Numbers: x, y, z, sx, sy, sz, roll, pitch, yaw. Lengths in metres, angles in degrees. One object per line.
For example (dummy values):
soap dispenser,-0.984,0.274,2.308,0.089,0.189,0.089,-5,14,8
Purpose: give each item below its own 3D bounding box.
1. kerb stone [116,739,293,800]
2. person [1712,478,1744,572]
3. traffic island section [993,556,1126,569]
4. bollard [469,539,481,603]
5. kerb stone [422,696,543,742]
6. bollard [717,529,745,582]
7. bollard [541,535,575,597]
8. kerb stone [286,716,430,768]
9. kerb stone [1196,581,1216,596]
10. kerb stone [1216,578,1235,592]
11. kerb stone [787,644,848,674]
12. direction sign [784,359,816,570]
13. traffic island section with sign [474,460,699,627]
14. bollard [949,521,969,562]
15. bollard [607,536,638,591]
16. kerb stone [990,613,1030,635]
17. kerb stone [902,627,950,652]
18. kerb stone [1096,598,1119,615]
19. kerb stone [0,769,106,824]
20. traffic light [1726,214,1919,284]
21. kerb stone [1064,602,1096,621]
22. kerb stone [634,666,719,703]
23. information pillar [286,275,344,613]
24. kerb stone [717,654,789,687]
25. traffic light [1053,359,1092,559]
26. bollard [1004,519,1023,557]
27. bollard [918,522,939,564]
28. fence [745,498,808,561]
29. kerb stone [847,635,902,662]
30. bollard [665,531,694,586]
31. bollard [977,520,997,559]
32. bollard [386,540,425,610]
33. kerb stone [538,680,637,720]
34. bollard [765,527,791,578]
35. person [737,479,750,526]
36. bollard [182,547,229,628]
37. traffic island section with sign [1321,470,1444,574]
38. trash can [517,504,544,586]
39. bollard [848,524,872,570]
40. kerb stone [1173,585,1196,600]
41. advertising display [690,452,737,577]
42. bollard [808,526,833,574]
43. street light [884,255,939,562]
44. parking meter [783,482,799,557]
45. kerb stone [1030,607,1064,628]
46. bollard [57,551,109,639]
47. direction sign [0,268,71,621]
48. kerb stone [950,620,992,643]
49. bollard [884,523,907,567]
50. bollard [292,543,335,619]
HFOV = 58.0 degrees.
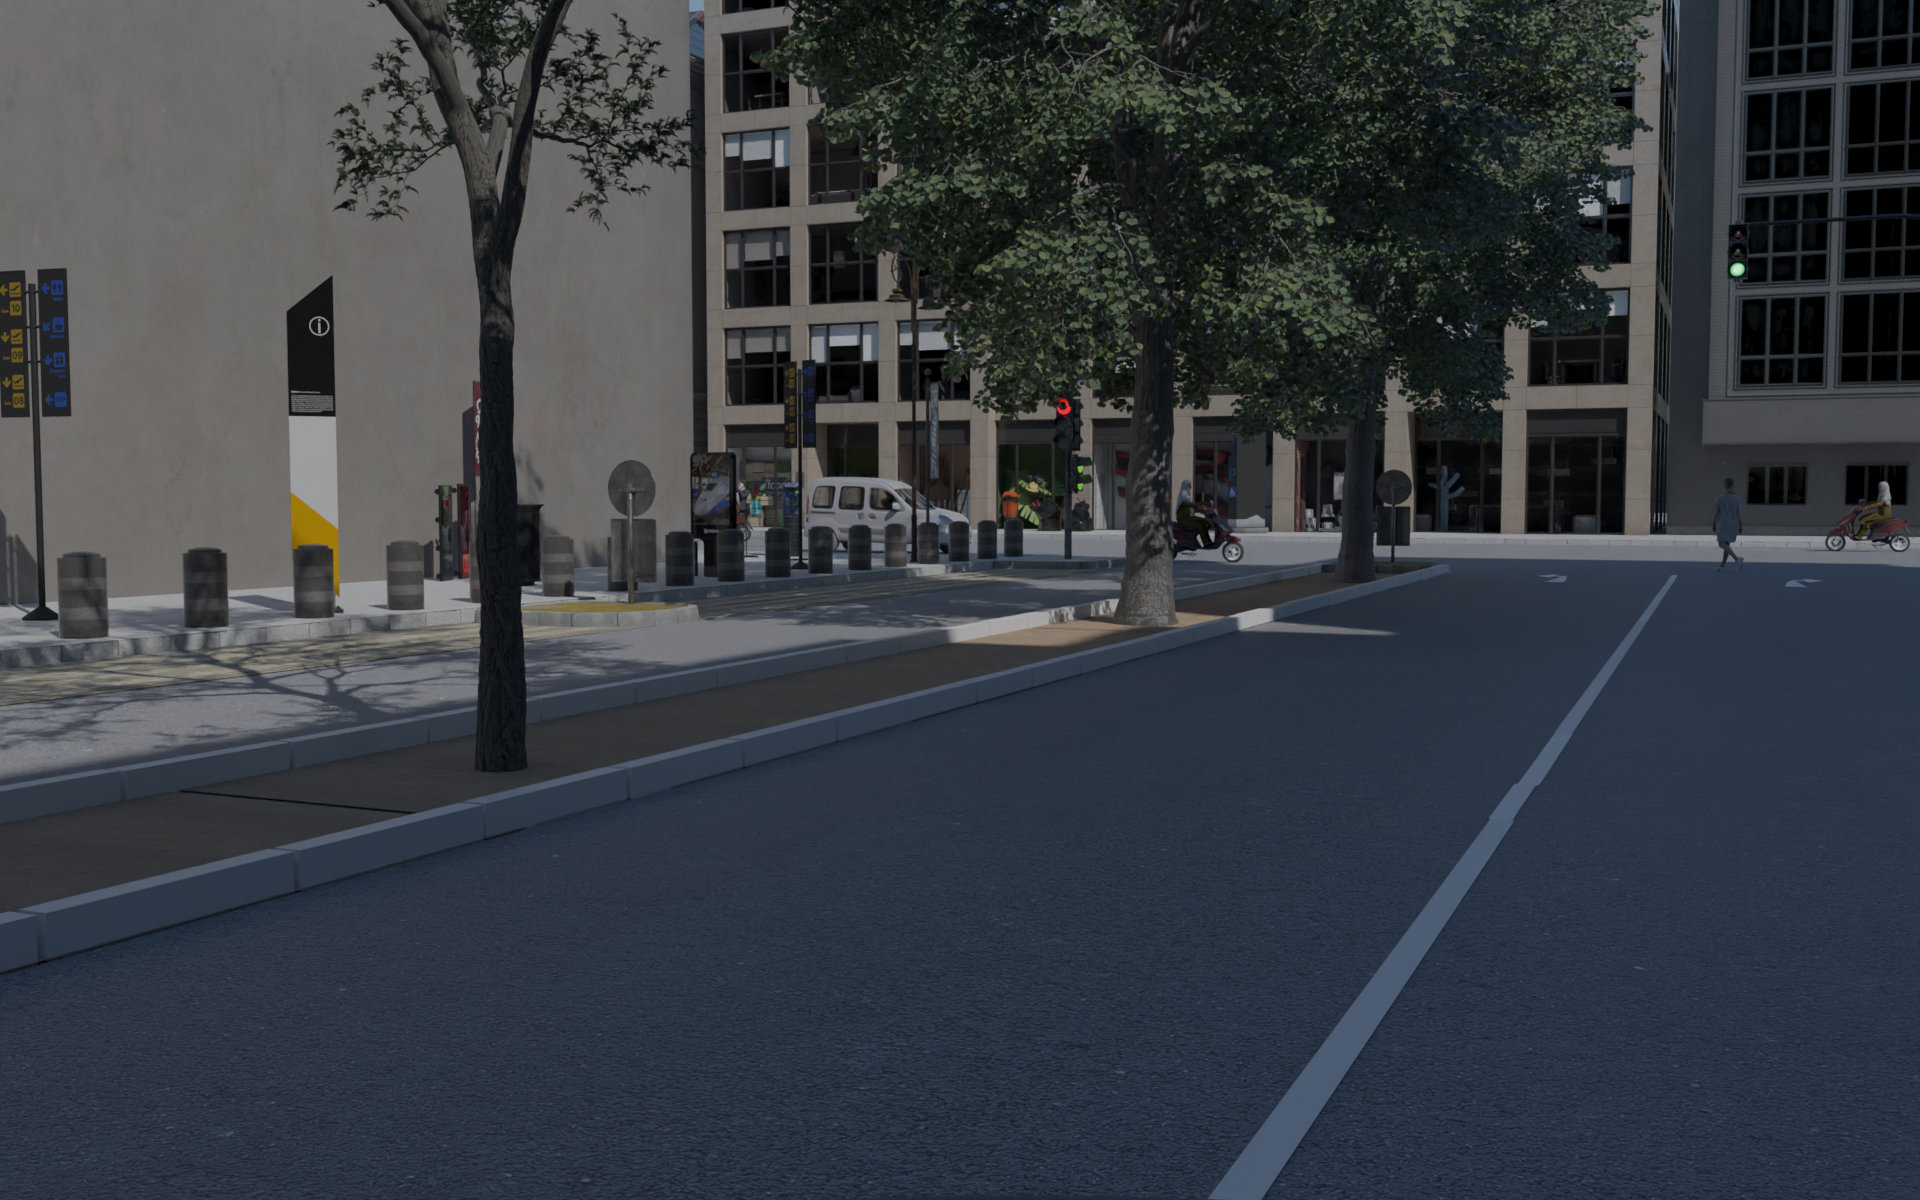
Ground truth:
kerb stone,-3.728,0.839,8.533,0.120,0.150,1.000,2,4,24
person,14.130,-1.378,31.779,0.466,1.731,0.760,-1,4,-22
traffic island section,2.113,-0.727,34.165,2.009,0.180,2.903,2,4,24
bollard,-5.604,-0.354,20.504,0.404,0.777,0.398,0,3,0
kerb stone,-2.886,0.721,10.401,0.120,0.150,1.000,2,4,24
bollard,-3.373,-0.660,25.515,0.404,0.777,0.398,0,3,0
bollard,-5.051,-0.430,21.754,0.404,0.777,0.398,0,3,0
kerb stone,-3.304,0.780,9.465,0.120,0.150,1.000,2,4,24
kerb stone,3.387,-0.138,24.482,0.120,0.150,1.000,2,4,24
kerb stone,3.801,-0.197,25.418,0.120,0.150,1.000,2,4,24
kerb stone,-1.220,0.491,14.165,0.120,0.150,1.000,2,4,24
direction sign,-2.722,-2.293,29.488,0.379,3.537,0.876,-3,5,-41
traffic island section with sign,-4.041,-0.666,19.511,1.989,1.847,2.006,2,4,24
bollard,-0.018,-1.120,33.036,0.404,0.777,0.398,0,3,0
bollard,-4.484,-0.508,23.019,0.404,0.777,0.398,0,3,0
kerb stone,0.454,0.264,17.912,0.120,0.150,1.000,2,4,24
kerb stone,-0.381,0.380,16.035,0.120,0.150,1.000,2,4,24
kerb stone,1.715,0.091,20.728,0.120,0.150,1.000,2,4,24
kerb stone,-4.151,0.893,7.599,0.120,0.150,1.000,2,4,24
traffic light,15.015,-3.272,28.165,4.771,5.953,1.251,2,4,24
kerb stone,1.295,0.147,19.791,0.120,0.150,1.000,2,4,24
kerb stone,-2.050,0.606,12.292,0.120,0.150,1.000,2,4,24
information pillar,-6.902,-1.661,18.514,0.504,3.616,0.183,-2,4,-25
kerb stone,-1.631,0.549,13.227,0.120,0.150,1.000,2,4,24
traffic light,2.145,-2.758,34.015,0.839,4.253,0.868,2,4,24
bollard,1.101,-1.274,35.546,0.404,0.777,0.398,0,3,0
bollard,-0.578,-1.043,31.777,0.404,0.777,0.398,0,3,0
fence,-3.694,-1.409,34.246,0.480,1.192,2.264,-3,4,-38
kerb stone,-0.798,0.434,15.099,0.120,0.150,1.000,2,4,24
bollard,-3.929,-0.584,24.268,0.404,0.777,0.398,0,3,0
bollard,0.540,-1.197,34.283,0.404,0.777,0.398,0,3,0
bollard,-6.167,-0.278,19.255,0.404,0.777,0.398,0,3,0
kerb stone,-2.474,0.663,11.355,0.120,0.150,1.000,2,4,24
bollard,-2.815,-0.737,26.766,0.404,0.777,0.398,0,3,0
person,-7.012,-2.889,55.093,0.648,1.900,0.474,1,4,23
bollard,-7.288,-0.124,16.736,0.404,0.777,0.398,0,3,0
traffic island section with sign,7.862,-1.452,31.871,2.006,1.907,1.989,2,4,24
trash can,-6.206,-0.774,24.303,0.748,1.137,0.748,0,3,0
bollard,-1.693,-0.890,29.276,0.404,0.777,0.398,0,3,0
kerb stone,2.968,-0.083,23.546,0.120,0.150,1.000,2,4,24
advertising display,-3.801,-1.314,26.701,0.974,1.923,0.123,3,5,42
bollard,-2.256,-0.814,28.019,0.404,0.777,0.398,0,3,0
street light,-0.863,-3.649,32.448,0.468,5.910,1.993,2,4,24
parking meter,-3.448,-1.658,35.522,0.372,1.533,0.369,0,3,0
kerb stone,0.870,0.205,18.848,0.120,0.150,1.000,2,4,24
bollard,-7.844,-0.047,15.488,0.404,0.777,0.398,0,3,0
direction sign,-9.367,-1.564,17.576,0.876,3.537,0.379,1,4,18
kerb stone,0.035,0.329,16.972,0.120,0.150,1.000,2,4,24
bollard,-1.137,-0.967,30.524,0.404,0.777,0.398,0,3,0
bollard,-6.719,-0.201,18.005,0.404,0.777,0.398,0,3,0
